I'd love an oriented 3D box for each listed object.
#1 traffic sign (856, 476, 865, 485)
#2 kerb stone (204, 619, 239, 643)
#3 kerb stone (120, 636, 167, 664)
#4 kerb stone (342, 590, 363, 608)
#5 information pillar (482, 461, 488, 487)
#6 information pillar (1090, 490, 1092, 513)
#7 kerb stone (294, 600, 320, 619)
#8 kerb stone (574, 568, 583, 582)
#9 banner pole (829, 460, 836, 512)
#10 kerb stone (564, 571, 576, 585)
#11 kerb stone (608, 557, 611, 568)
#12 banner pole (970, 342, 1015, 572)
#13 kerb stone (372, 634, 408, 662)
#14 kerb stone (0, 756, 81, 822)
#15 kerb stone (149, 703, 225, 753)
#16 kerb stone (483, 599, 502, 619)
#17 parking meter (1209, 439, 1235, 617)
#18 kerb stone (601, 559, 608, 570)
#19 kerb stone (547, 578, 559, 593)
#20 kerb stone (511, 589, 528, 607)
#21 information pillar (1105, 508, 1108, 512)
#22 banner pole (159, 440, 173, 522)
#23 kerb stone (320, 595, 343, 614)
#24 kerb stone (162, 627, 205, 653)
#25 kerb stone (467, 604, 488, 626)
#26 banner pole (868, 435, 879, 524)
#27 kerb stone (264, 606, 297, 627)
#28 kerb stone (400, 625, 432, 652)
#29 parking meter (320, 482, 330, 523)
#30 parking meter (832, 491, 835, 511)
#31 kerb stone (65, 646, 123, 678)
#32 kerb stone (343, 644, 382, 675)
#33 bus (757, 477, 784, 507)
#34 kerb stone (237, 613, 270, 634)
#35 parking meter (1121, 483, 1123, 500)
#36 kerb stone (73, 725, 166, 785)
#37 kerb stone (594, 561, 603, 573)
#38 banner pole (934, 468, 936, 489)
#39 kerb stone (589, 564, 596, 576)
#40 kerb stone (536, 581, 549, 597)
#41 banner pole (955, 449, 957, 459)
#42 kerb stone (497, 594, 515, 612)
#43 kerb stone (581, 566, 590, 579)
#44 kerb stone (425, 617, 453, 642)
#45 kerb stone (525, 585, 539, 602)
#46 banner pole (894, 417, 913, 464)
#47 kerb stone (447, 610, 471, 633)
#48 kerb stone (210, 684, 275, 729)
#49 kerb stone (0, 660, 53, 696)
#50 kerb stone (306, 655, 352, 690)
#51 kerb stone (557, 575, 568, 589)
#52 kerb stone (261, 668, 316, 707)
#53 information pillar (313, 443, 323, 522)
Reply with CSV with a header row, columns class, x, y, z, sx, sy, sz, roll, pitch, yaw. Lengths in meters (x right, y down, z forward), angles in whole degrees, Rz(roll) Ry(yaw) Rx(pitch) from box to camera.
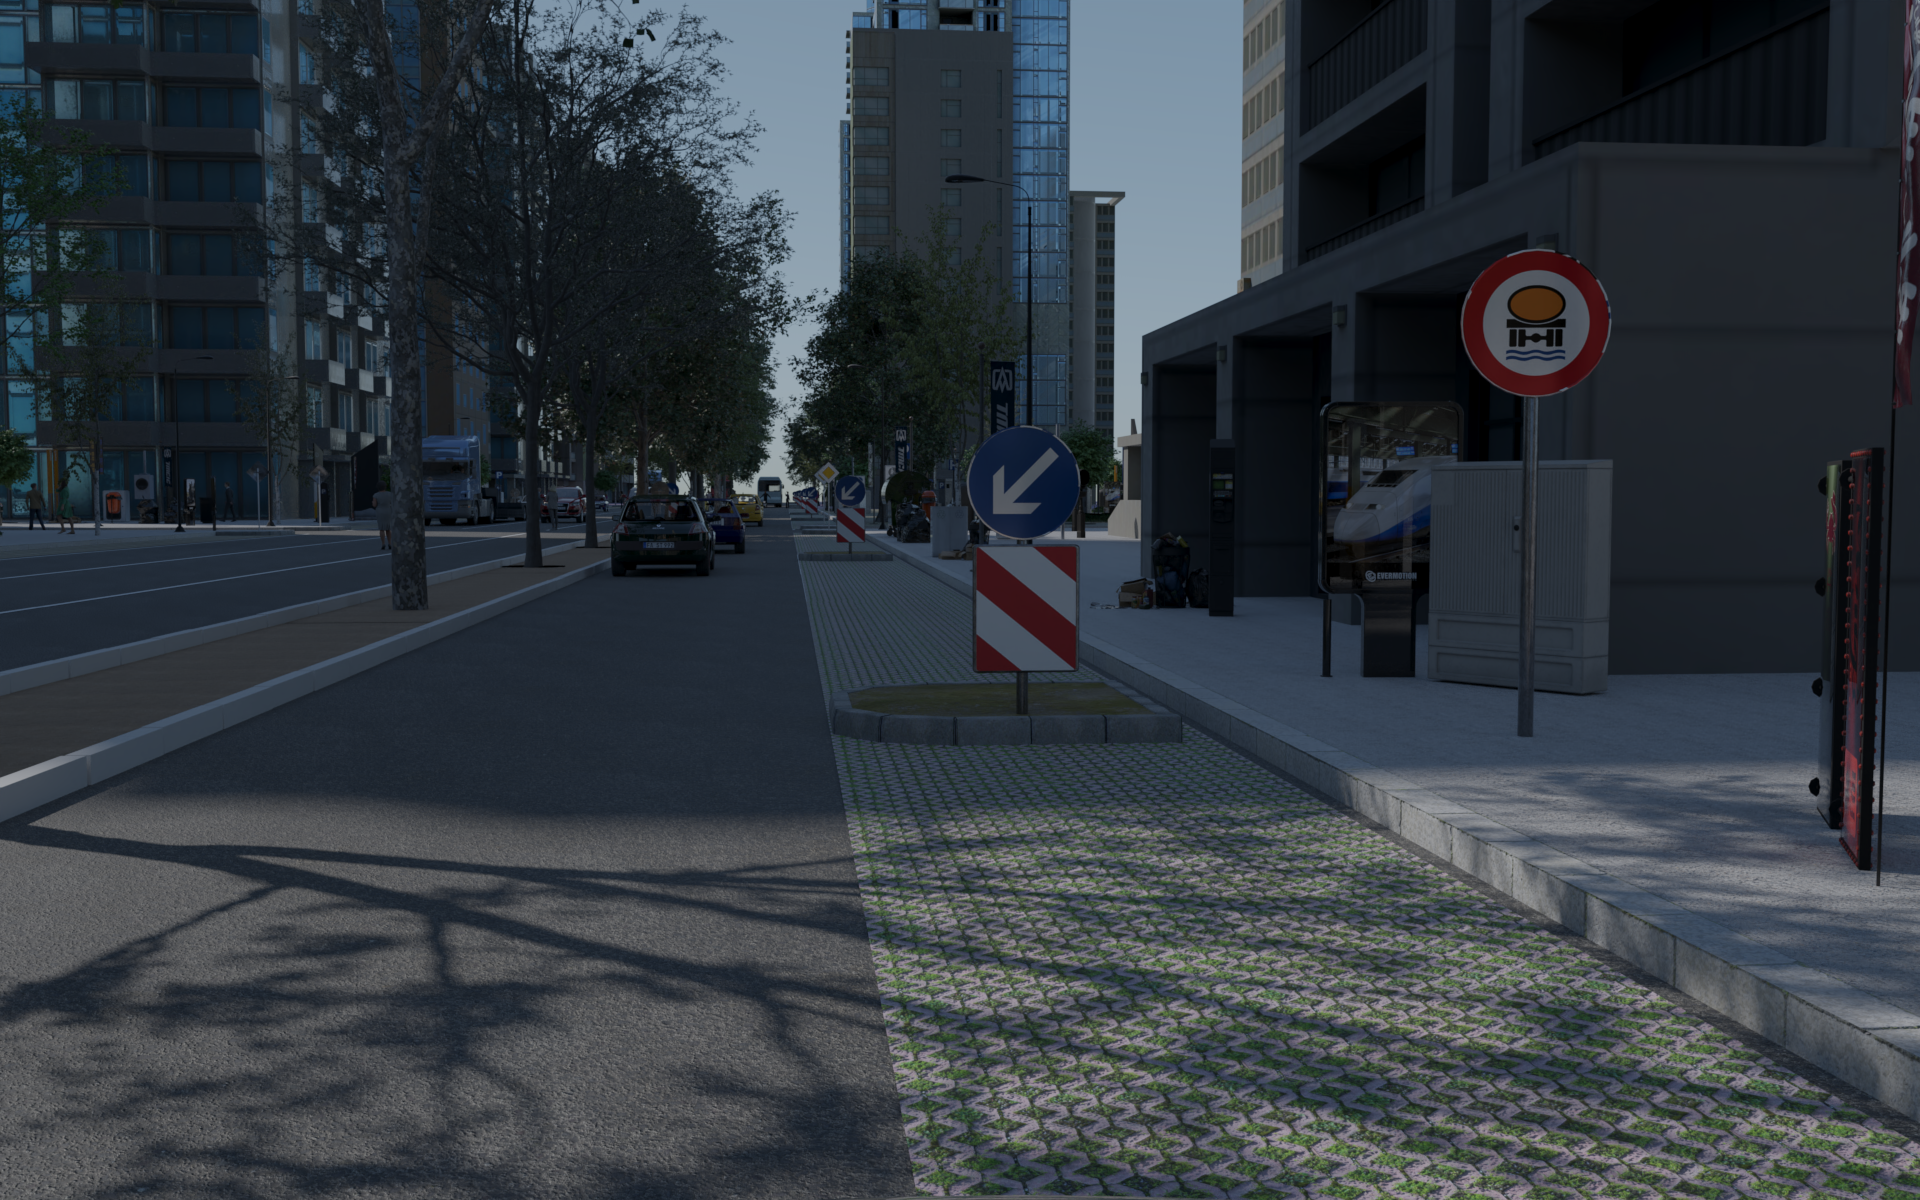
class,x,y,z,sx,sy,sz,roll,pitch,yaw
traffic sign,-5.629,-5.811,97.140,0.606,2.300,0.079,0,4,3
kerb stone,-7.303,0.327,16.960,0.120,0.150,1.000,0,4,-6
kerb stone,-7.093,0.449,14.920,0.120,0.150,1.000,0,4,-6
kerb stone,-7.819,0.009,22.052,0.120,0.150,1.000,0,4,-6
information pillar,-32.981,-7.886,120.291,0.504,3.616,0.183,1,4,12
information pillar,6.963,-5.491,94.274,0.304,2.012,0.304,3,4,36
kerb stone,-7.618,0.134,20.010,0.120,0.150,1.000,0,4,-6
kerb stone,-6.344,-0.378,28.377,0.120,0.150,1.000,0,4,-6
banner pole,-9.249,-8.298,125.689,0.401,3.779,0.863,-3,4,-37
kerb stone,-6.232,-0.314,27.355,0.120,0.150,1.000,0,4,-6
kerb stone,-6.852,-0.690,33.481,0.120,0.150,1.000,0,4,-6
banner pole,0.563,-2.364,28.673,0.863,3.779,0.401,-2,4,-26
kerb stone,-5.013,0.434,15.127,0.120,0.150,1.000,0,4,-6
kerb stone,-4.293,0.869,7.993,0.120,0.150,1.000,0,4,-6
kerb stone,-4.495,0.744,10.032,0.120,0.150,1.000,0,4,-6
kerb stone,-5.518,0.120,20.230,0.120,0.150,1.000,0,4,-6
parking meter,2.752,-0.764,18.209,0.255,1.863,0.399,0,4,7
kerb stone,-6.756,-0.628,32.463,0.120,0.150,1.000,0,4,-6
kerb stone,-6.031,-0.189,25.320,0.120,0.150,1.000,0,4,-6
kerb stone,-5.726,-0.004,22.265,0.120,0.150,1.000,0,4,-6
information pillar,8.781,-6.044,103.314,0.304,2.012,0.304,2,4,35
banner pole,-36.951,-5.538,80.566,0.863,3.779,0.401,1,4,20
kerb stone,-7.708,0.071,21.029,0.120,0.150,1.000,0,4,-6
kerb stone,-7.199,0.383,15.936,0.120,0.150,1.000,0,4,-6
kerb stone,-5.417,0.182,19.213,0.120,0.150,1.000,0,4,-6
banner pole,-3.741,-5.112,73.597,0.401,3.779,0.863,1,4,19
kerb stone,-7.502,0.196,18.994,0.120,0.150,1.000,0,4,-6
kerb stone,-5.111,0.370,16.148,0.120,0.150,1.000,0,4,-6
parking meter,-28.422,-4.391,77.499,0.399,1.863,0.255,0,4,-5
parking meter,-9.350,-7.388,129.202,0.372,1.533,0.369,0,3,0
kerb stone,-6.992,0.508,13.896,0.120,0.150,1.000,0,4,-6
kerb stone,-4.906,0.497,14.111,0.120,0.150,1.000,0,4,-6
bus,-20.645,-11.847,188.554,2.948,3.499,13.247,0,4,-5
kerb stone,-7.406,0.266,17.977,0.120,0.150,1.000,0,4,-6
parking meter,8.448,-5.189,90.559,0.255,1.863,0.399,0,4,5
kerb stone,-4.387,0.807,9.016,0.120,0.150,1.000,0,4,-6
kerb stone,-6.644,-0.566,31.447,0.120,0.150,1.000,0,4,-6
banner pole,-1.803,-7.419,111.309,0.401,3.779,0.863,3,5,42
kerb stone,-6.550,-0.500,30.422,0.120,0.150,1.000,0,4,-6
kerb stone,-5.930,-0.129,24.301,0.120,0.150,1.000,0,4,-6
banner pole,-0.254,-6.417,94.929,0.401,3.779,0.863,0,4,5
kerb stone,-5.627,0.058,21.248,0.120,0.150,1.000,0,4,-6
kerb stone,-6.448,-0.440,29.402,0.120,0.150,1.000,0,4,-6
kerb stone,-5.213,0.307,17.172,0.120,0.150,1.000,0,4,-6
kerb stone,-5.829,-0.067,23.284,0.120,0.150,1.000,0,4,-6
banner pole,-1.771,-4.044,56.136,0.863,3.779,0.401,2,4,33
kerb stone,-5.316,0.245,18.189,0.120,0.150,1.000,0,4,-6
kerb stone,-4.596,0.683,11.049,0.120,0.150,1.000,0,4,-6
kerb stone,-6.898,0.570,12.877,0.120,0.150,1.000,0,4,-6
kerb stone,-4.802,0.557,13.094,0.120,0.150,1.000,0,4,-6
kerb stone,-6.132,-0.245,26.338,0.120,0.150,1.000,0,4,-6
kerb stone,-4.706,0.619,12.069,0.120,0.150,1.000,0,4,-6
information pillar,-29.239,-5.356,78.919,0.183,3.616,0.504,2,4,29
